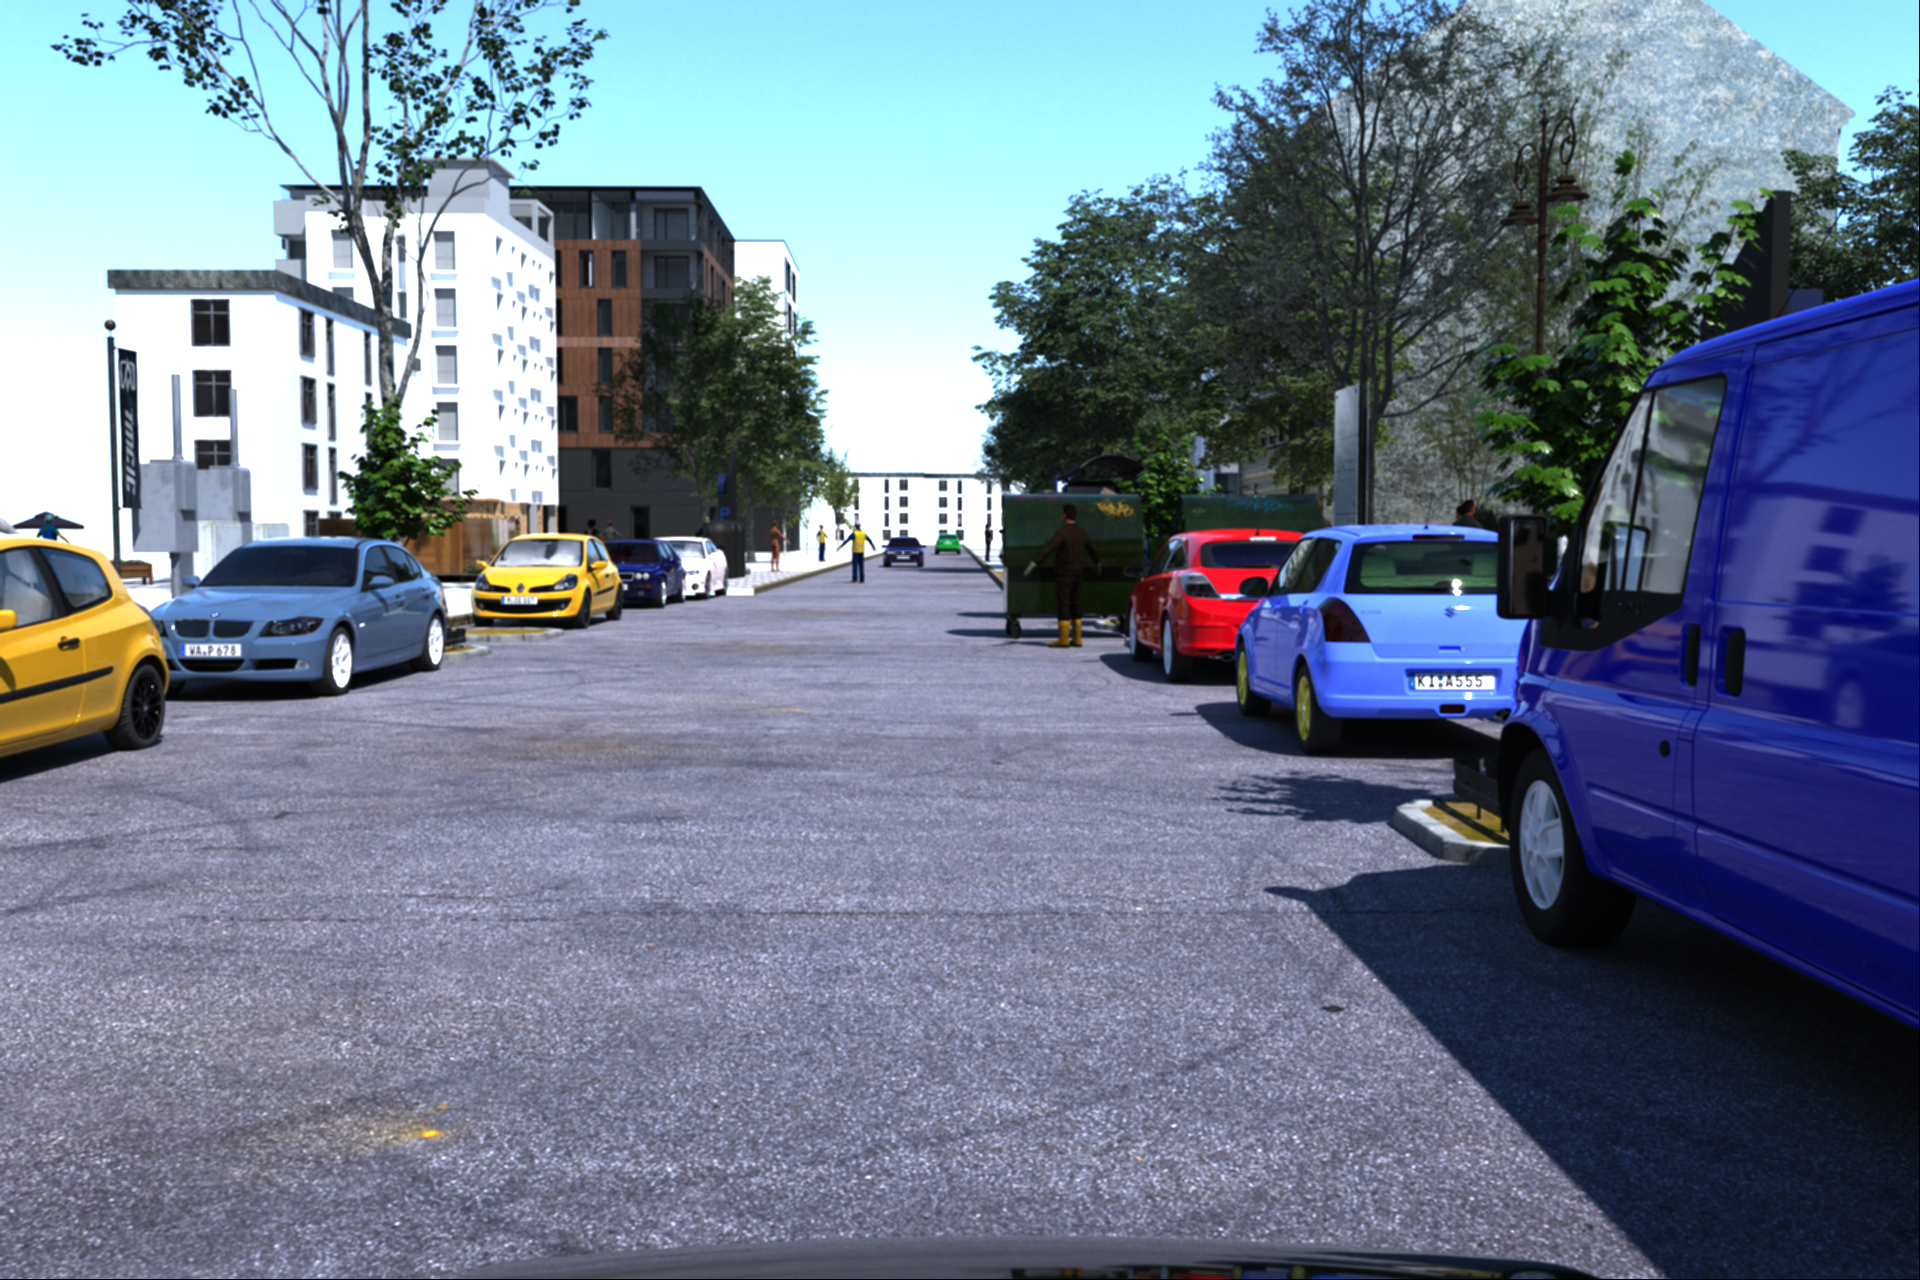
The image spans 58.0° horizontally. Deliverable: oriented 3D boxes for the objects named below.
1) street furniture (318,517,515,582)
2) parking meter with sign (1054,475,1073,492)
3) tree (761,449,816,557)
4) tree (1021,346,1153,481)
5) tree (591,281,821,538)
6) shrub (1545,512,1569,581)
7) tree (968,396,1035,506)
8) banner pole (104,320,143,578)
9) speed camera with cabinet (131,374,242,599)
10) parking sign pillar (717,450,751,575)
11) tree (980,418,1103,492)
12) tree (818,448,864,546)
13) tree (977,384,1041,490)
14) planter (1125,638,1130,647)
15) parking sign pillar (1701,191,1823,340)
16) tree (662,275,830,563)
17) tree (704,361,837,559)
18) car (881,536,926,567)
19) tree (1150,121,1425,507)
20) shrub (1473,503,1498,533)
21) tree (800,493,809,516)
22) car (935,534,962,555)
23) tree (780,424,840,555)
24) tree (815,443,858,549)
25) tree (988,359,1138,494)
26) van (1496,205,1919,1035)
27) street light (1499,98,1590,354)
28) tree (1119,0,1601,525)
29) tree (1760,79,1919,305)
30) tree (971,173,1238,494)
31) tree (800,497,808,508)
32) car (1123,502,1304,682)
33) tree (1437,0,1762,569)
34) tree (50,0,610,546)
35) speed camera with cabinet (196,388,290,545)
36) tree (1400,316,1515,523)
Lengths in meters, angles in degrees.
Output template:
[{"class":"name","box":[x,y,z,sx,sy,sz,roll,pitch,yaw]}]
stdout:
[{"class":"street furniture","box":[-14.112,-2.603,49.413,9.812,1.723,11.010,0,4,3]},{"class":"parking meter with sign","box":[3.094,-3.321,50.554,0.543,3.016,1.738,0,4,-2]},{"class":"tree","box":[-9.777,-8.948,96.655,4.360,8.622,3.978,0,3,0]},{"class":"tree","box":[6.209,-8.798,78.264,7.601,10.594,8.767,-2,4,-34]},{"class":"tree","box":[-9.286,-7.881,63.260,8.767,10.594,7.601,0,4,-7]},{"class":"shrub","box":[16.100,-2.639,47.573,1.690,2.028,1.600,0,3,0]},{"class":"tree","box":[5.801,-14.329,144.648,12.009,13.543,11.850,0,3,0]},{"class":"banner pole","box":[-9.915,-1.868,20.552,0.401,3.779,0.863,0,4,0]},{"class":"speed camera with cabinet","box":[-9.880,-1.702,22.164,0.660,3.252,2.038,0,4,-1]},{"class":"parking sign pillar","box":[-7.394,-4.075,55.092,1.447,3.967,1.447,0,4,1]},{"class":"tree","box":[4.963,-10.020,98.246,8.767,10.594,7.601,1,4,17]},{"class":"tree","box":[-10.137,-11.931,145.431,4.737,8.622,4.395,0,3,0]},{"class":"tree","box":[6.030,-13.169,125.679,12.009,13.543,11.850,0,3,0]},{"class":"planter","box":[3.130,-0.055,22.044,1.991,0.319,1.994,0,4,-1]},{"class":"parking sign pillar","box":[6.578,-1.582,14.340,1.447,3.967,1.447,0,4,0]},{"class":"tree","box":[-9.316,-9.647,75.850,7.486,12.596,7.792,0,3,0]},{"class":"tree","box":[-9.780,-9.403,88.155,7.601,10.594,8.767,-2,4,-35]},{"class":"car","box":[-2.462,-3.885,76.096,1.945,1.354,3.894,0,4,-1]},{"class":"tree","box":[9.256,-7.982,48.631,7.486,12.596,7.792,0,3,0]},{"class":"shrub","box":[12.980,-2.404,43.350,1.661,2.075,1.752,0,3,0]},{"class":"tree","box":[-22.427,-17.576,237.733,4.737,8.622,4.395,0,3,0]},{"class":"car","box":[-0.855,-6.927,122.051,1.959,1.807,4.718,0,3,0]},{"class":"tree","box":[-9.513,-9.625,107.734,4.737,8.622,4.395,0,3,0]},{"class":"tree","box":[-9.941,-11.597,139.973,4.737,8.622,4.395,0,3,0]},{"class":"tree","box":[5.689,-9.473,89.292,8.767,10.594,7.601,0,4,1]},{"class":"van","box":[2.959,0.006,4.294,2.240,2.365,5.245,0,4,-1]},{"class":"street light","box":[6.356,-2.827,19.007,0.468,5.910,1.993,0,4,0]},{"class":"tree","box":[8.553,-7.704,36.325,12.009,13.543,11.850,0,3,0]},{"class":"tree","box":[26.434,-8.677,48.532,9.857,13.997,8.962,0,3,0]},{"class":"tree","box":[5.251,-9.490,61.811,9.857,13.997,8.962,0,3,0]},{"class":"tree","box":[-22.082,-17.263,232.610,4.360,8.622,3.978,0,3,0]},{"class":"car","box":[2.856,-0.565,18.277,2.155,1.783,4.494,0,4,-1]},{"class":"tree","box":[8.593,-4.544,24.657,4.360,8.622,3.978,0,3,0]},{"class":"tree","box":[-13.096,-10.992,35.616,12.611,20.169,13.585,0,3,0]},{"class":"speed camera with cabinet","box":[-10.068,-1.833,24.299,0.660,3.252,2.038,0,4,-1]},{"class":"tree","box":[16.681,-6.505,56.725,4.360,8.622,3.978,0,3,0]}]
